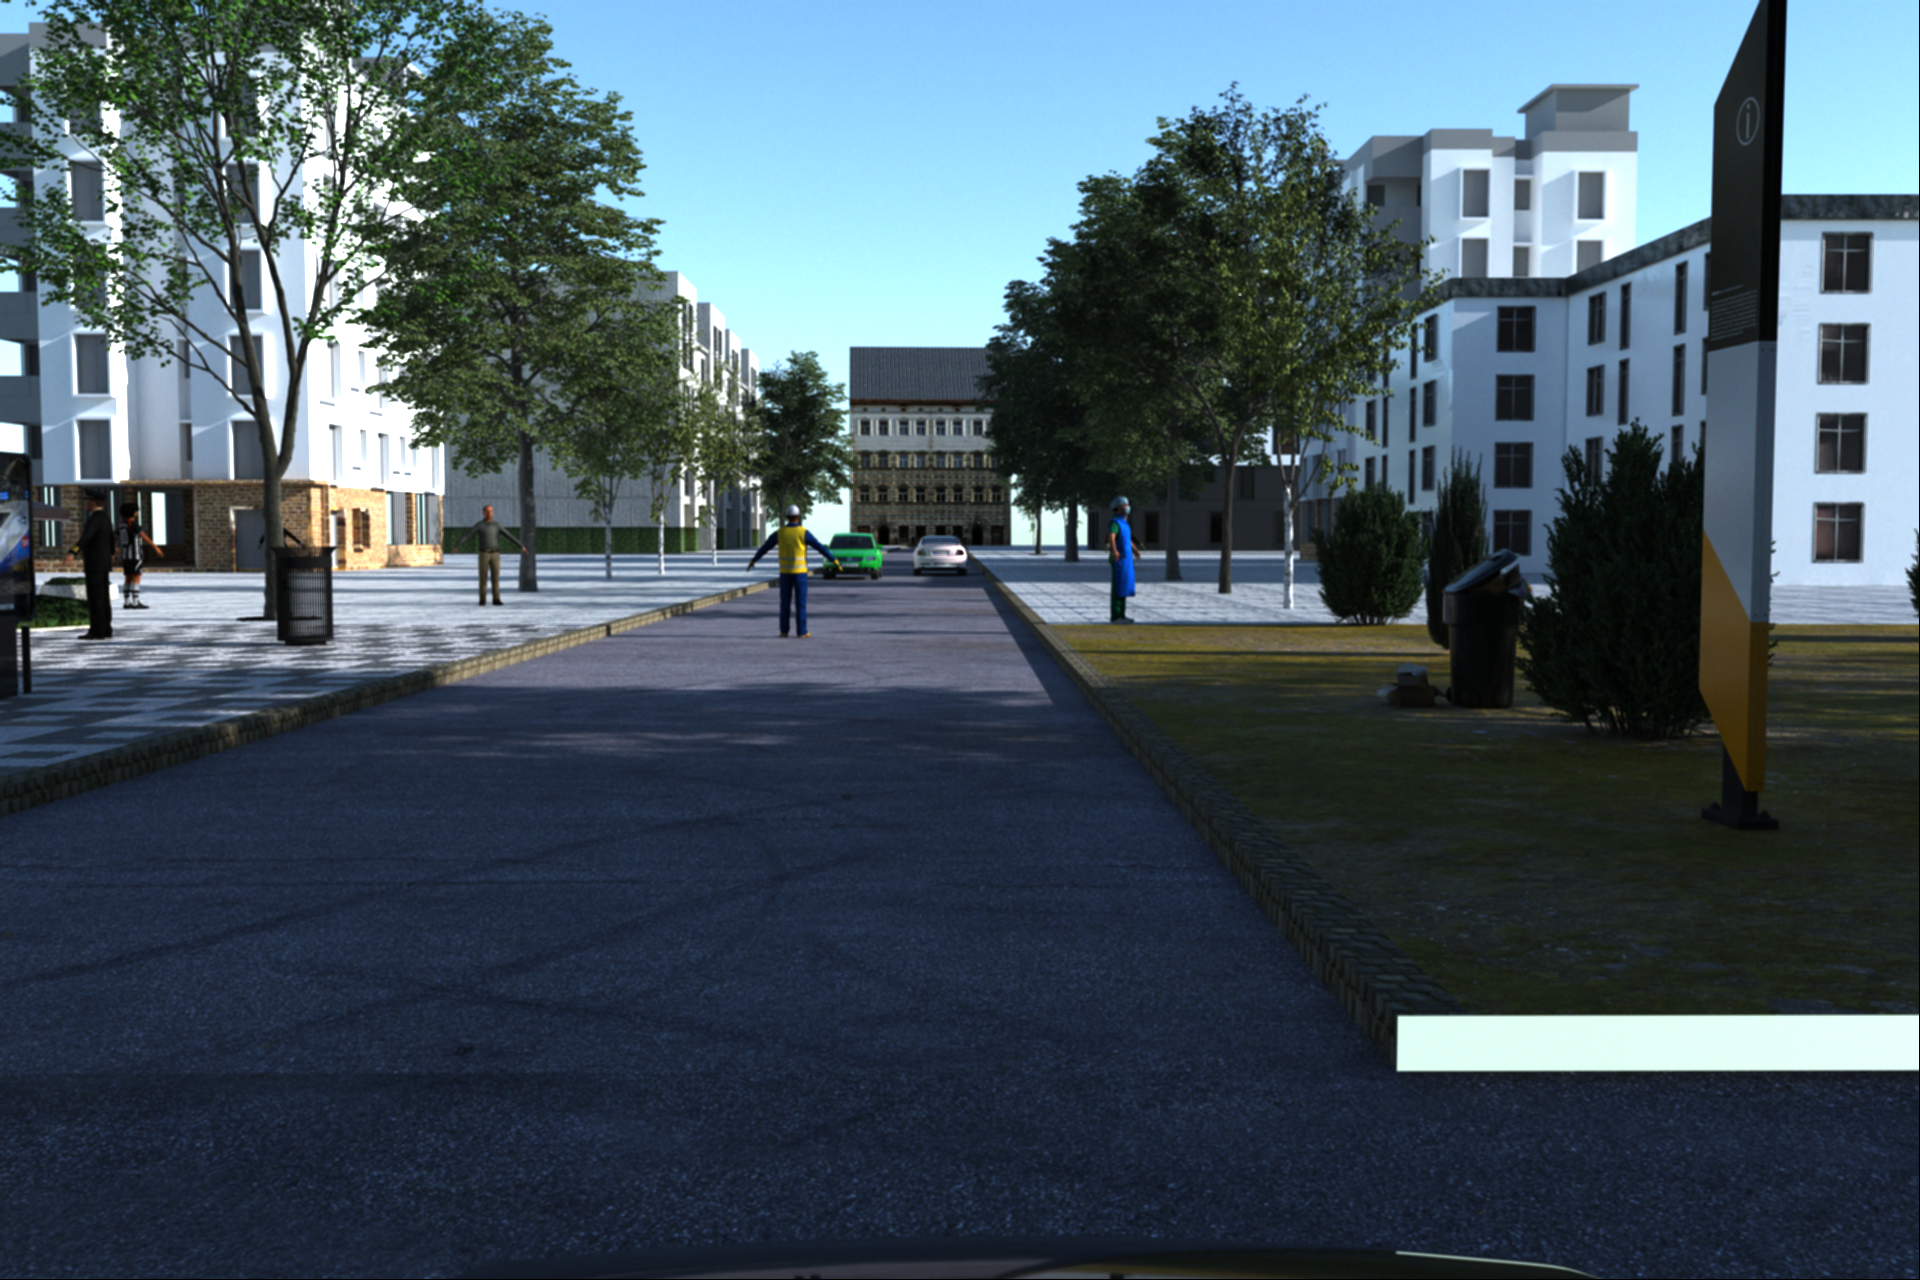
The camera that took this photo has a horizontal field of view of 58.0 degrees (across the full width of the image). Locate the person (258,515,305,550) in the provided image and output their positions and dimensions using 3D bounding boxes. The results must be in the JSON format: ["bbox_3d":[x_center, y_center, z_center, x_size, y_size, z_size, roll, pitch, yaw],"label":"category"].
[{"bbox_3d":[-15.840,-2.060,40.406,1.216,1.740,0.721,1,4,11],"label":"person"}]

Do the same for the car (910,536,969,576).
[{"bbox_3d":[-0.721,-2.971,60.934,2.083,1.381,4.827,0,4,-2],"label":"car"}]

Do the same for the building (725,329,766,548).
[{"bbox_3d":[-28.437,-18.267,165.118,16.747,18.905,31.486,0,4,-1],"label":"building"}]

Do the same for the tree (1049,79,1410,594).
[{"bbox_3d":[5.534,-6.258,36.725,8.767,10.594,7.601,2,4,26],"label":"tree"}]

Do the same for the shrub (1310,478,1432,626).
[{"bbox_3d":[5.821,-1.247,24.422,1.661,2.075,1.752,0,3,0],"label":"shrub"}]

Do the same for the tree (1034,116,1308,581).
[{"bbox_3d":[5.915,-7.893,47.180,7.486,12.596,7.792,0,3,0],"label":"tree"}]

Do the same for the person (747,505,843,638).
[{"bbox_3d":[-2.310,-0.954,24.031,1.349,1.833,0.705,0,4,6],"label":"person"}]

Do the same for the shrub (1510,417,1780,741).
[{"bbox_3d":[4.328,-0.402,10.985,1.690,2.028,1.600,0,3,0],"label":"shrub"}]

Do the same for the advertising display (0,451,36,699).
[{"bbox_3d":[-7.509,-0.505,13.474,0.123,1.923,0.974,0,4,0],"label":"advertising display"}]

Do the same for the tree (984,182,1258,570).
[{"bbox_3d":[5.843,-9.493,61.871,9.857,13.997,8.962,0,3,0],"label":"tree"}]

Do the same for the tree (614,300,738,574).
[{"bbox_3d":[-9.419,-6.436,55.591,4.737,8.622,4.395,0,3,0],"label":"tree"}]

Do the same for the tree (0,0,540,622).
[{"bbox_3d":[-10.154,-6.107,25.607,9.928,11.665,9.643,0,3,0],"label":"tree"}]

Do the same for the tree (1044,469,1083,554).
[{"bbox_3d":[6.023,-8.857,95.173,4.360,8.622,3.978,0,3,0],"label":"tree"}]

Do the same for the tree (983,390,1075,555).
[{"bbox_3d":[4.929,-11.073,106.804,9.928,11.665,9.643,0,3,0],"label":"tree"}]

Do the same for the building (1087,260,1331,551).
[{"bbox_3d":[24.486,-18.432,145.345,27.936,21.610,32.646,0,3,0],"label":"building"}]

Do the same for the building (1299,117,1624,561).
[{"bbox_3d":[22.062,-13.988,85.116,16.016,20.090,11.380,0,4,-1],"label":"building"}]

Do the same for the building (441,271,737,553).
[{"bbox_3d":[-27.394,-16.268,132.445,16.747,18.905,31.486,0,4,0],"label":"building"}]

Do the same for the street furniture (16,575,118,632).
[{"bbox_3d":[-16.952,-0.508,23.939,10.072,0.657,5.734,-1,4,-10],"label":"street furniture"}]

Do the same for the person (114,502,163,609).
[{"bbox_3d":[-14.166,-1.439,29.678,1.345,1.843,0.704,2,4,31],"label":"person"}]

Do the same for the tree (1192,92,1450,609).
[{"bbox_3d":[5.751,-4.832,29.370,4.737,8.622,4.395,0,3,0],"label":"tree"}]

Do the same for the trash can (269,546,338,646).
[{"bbox_3d":[-7.548,-0.507,19.948,0.748,1.137,0.748,0,3,0],"label":"trash can"}]

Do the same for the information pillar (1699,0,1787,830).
[{"bbox_3d":[3.450,-0.997,7.648,0.183,3.616,0.504,0,4,-2],"label":"information pillar"}]

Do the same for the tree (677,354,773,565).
[{"bbox_3d":[-10.061,-7.426,71.778,4.737,8.622,4.395,0,3,0],"label":"tree"}]

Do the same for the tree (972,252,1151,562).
[{"bbox_3d":[5.239,-10.611,80.149,9.857,13.997,8.962,0,3,0],"label":"tree"}]

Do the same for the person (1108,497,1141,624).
[{"bbox_3d":[2.322,-1.141,24.785,0.704,1.817,1.347,1,4,20],"label":"person"}]

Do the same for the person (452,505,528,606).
[{"bbox_3d":[-8.465,-1.521,31.141,1.348,1.796,0.705,-2,4,-27],"label":"person"}]

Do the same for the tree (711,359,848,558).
[{"bbox_3d":[-9.857,-9.720,93.340,8.767,10.594,7.601,1,4,20],"label":"tree"}]

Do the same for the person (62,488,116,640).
[{"bbox_3d":[-10.595,-0.934,21.207,0.705,1.837,1.347,0,4,-5],"label":"person"}]

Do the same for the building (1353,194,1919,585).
[{"bbox_3d":[20.600,-7.024,56.997,9.099,9.664,28.070,0,3,0],"label":"building"}]

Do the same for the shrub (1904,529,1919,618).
[{"bbox_3d":[12.323,-1.011,20.945,1.690,2.028,1.600,0,3,0],"label":"shrub"}]

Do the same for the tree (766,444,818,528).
[{"bbox_3d":[-19.795,-17.114,197.945,7.486,12.596,7.792,0,3,0],"label":"tree"}]

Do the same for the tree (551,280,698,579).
[{"bbox_3d":[-10.145,-6.017,48.735,4.360,8.622,3.978,0,3,0],"label":"tree"}]

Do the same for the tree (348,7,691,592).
[{"bbox_3d":[-10.074,-7.362,38.493,7.486,12.596,7.792,0,3,0],"label":"tree"}]

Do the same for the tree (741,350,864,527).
[{"bbox_3d":[-9.810,-11.539,106.792,7.486,12.596,7.792,0,3,0],"label":"tree"}]

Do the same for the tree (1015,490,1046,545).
[{"bbox_3d":[8.359,-15.327,200.957,4.737,8.622,4.395,0,3,0],"label":"tree"}]

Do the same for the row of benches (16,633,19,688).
[{"bbox_3d":[-9.753,0.046,14.712,4.104,0.672,1.422,1,4,18],"label":"row of benches"}]

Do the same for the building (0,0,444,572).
[{"bbox_3d":[-26.511,-12.416,59.426,16.016,20.090,11.380,0,4,-1],"label":"building"}]

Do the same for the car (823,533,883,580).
[{"bbox_3d":[-3.444,-2.875,55.805,1.959,1.807,4.718,0,4,-1],"label":"car"}]

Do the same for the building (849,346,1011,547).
[{"bbox_3d":[-3.798,-22.562,202.274,18.063,23.208,19.493,0,4,-3],"label":"building"}]

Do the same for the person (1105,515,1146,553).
[{"bbox_3d":[3.452,-1.872,36.746,0.704,1.812,1.346,3,5,42],"label":"person"}]

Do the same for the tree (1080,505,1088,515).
[{"bbox_3d":[17.158,-16.170,198.793,7.601,10.594,8.767,0,4,2],"label":"tree"}]

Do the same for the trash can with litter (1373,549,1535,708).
[{"bbox_3d":[3.664,-0.090,12.856,1.055,1.170,0.624,0,4,-2],"label":"trash can with litter"}]
